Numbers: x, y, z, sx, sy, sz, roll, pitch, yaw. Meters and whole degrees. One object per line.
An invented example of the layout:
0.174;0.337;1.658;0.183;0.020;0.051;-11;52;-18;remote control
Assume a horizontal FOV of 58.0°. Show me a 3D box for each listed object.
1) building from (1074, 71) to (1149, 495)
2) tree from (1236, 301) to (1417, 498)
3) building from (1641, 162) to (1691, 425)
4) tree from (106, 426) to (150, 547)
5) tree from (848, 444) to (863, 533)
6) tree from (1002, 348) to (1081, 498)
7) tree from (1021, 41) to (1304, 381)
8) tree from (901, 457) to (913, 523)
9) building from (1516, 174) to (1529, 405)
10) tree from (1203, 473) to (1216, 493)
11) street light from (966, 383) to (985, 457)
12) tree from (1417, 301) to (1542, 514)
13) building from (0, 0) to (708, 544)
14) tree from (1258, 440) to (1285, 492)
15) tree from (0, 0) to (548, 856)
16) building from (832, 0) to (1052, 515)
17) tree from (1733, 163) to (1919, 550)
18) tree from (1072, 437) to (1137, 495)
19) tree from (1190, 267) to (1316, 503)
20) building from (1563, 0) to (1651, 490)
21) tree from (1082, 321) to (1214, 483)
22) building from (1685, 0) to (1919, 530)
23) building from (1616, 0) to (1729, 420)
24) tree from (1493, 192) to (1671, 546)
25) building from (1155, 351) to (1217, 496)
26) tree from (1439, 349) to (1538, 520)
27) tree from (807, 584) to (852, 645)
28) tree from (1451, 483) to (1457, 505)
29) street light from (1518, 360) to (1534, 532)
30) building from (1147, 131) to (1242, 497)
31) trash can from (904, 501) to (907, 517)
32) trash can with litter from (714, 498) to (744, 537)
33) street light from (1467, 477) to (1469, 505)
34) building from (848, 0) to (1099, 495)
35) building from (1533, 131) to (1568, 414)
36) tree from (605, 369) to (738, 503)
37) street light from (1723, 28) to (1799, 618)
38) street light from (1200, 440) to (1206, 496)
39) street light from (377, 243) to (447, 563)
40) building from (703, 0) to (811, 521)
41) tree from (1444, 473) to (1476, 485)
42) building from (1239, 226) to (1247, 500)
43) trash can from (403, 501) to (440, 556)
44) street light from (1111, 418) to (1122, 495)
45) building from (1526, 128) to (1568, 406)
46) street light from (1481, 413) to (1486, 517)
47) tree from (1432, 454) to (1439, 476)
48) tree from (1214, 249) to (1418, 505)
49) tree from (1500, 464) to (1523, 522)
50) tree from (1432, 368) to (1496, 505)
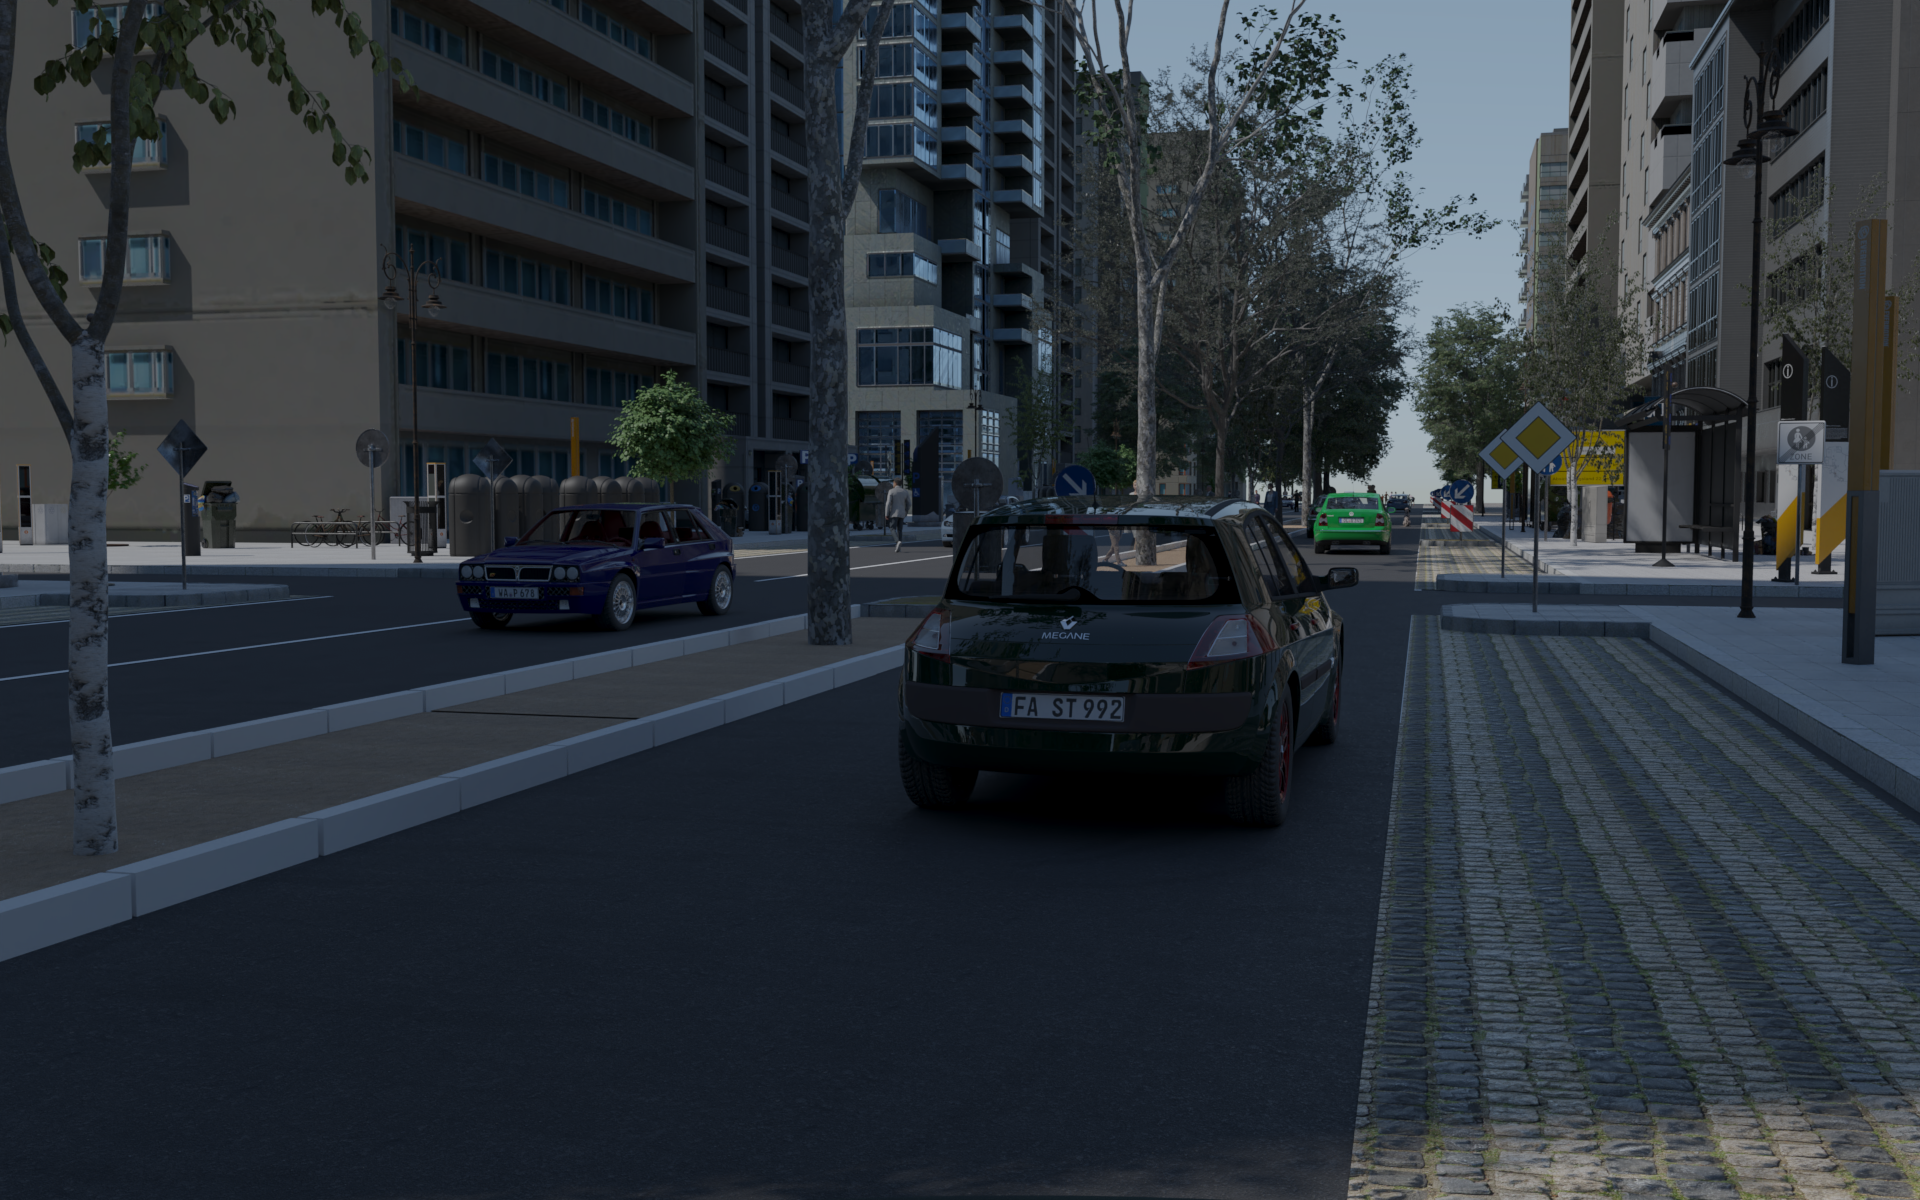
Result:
9.807;-29.410;164.440;14.154;41.232;14.086;1;4;15;building
20.371;-10.799;96.021;9.611;12.733;9.660;0;3;0;tree
40.428;-13.535;85.918;10.561;19.102;19.286;1;4;15;building
-20.982;-2.917;42.292;1.663;3.219;1.824;0;3;0;tree
-3.977;-3.788;56.534;1.663;3.219;1.824;0;3;0;tree
3.965;-8.402;87.738;4.737;8.622;4.395;0;3;0;tree
6.983;-8.161;46.255;12.009;13.543;11.850;0;3;0;tree
-1.769;-4.995;76.265;1.663;3.219;1.824;0;3;0;tree
86.712;-37.460;232.080;23.786;49.044;30.456;1;4;15;building
22.853;-9.928;156.917;1.663;3.219;1.824;0;3;0;tree
0.654;-6.077;72.139;0.468;5.910;1.993;1;4;15;street light
34.240;-12.650;113.487;9.857;13.997;8.962;0;3;0;tree
-22.426;-26.436;55.937;21.300;48.544;21.600;1;4;15;building
37.946;-16.036;212.550;4.737;8.622;4.395;0;3;0;tree
-3.415;-3.305;6.864;4.737;8.622;4.395;0;3;0;tree
-5.623;-49.514;122.225;22.319;86.520;31.000;1;4;15;building
19.863;-5.448;39.439;4.360;8.622;3.978;0;3;0;tree
8.145;-7.140;100.450;4.285;4.588;4.351;0;3;0;tree
9.223;-6.211;54.366;4.360;8.622;3.978;0;3;0;tree
59.106;-31.231;134.320;21.300;48.544;21.600;1;4;15;building
13.061;-13.065;120.266;9.857;13.997;8.962;0;3;0;tree
35.471;-14.833;61.580;14.314;24.678;30.058;1;4;15;building
57.189;-31.771;108.695;28.713;52.752;27.495;1;4;15;building
15.027;-5.611;42.096;4.360;8.622;3.978;0;3;0;tree
15.998;-22.476;212.528;27.650;21.520;28.899;1;4;15;building
27.197;-8.349;86.875;4.737;8.622;4.395;0;3;0;tree
-0.288;-9.565;14.742;12.611;20.169;13.585;0;3;0;tree
59.563;-13.127;209.228;1.663;3.219;1.824;0;3;0;tree
18.944;-5.218;58.100;0.468;5.910;1.993;1;4;15;street light
26.330;-37.431;235.697;21.300;48.544;21.600;1;4;15;building
-3.211;-5.113;95.244;0.748;1.137;0.748;0;3;0;trash can
-6.868;-2.467;51.724;0.624;1.170;1.055;1;4;14;trash can with litter
38.670;-9.716;131.639;0.468;5.910;1.993;1;4;15;street light
1.123;-43.382;147.554;20.563;71.187;20.611;1;4;15;building
72.600;-31.400;196.990;14.154;41.232;14.086;1;4;15;building
-7.572;-3.749;45.016;4.285;4.588;4.351;0;3;0;tree
8.166;-2.753;17.806;0.468;5.910;1.993;1;4;15;street light
20.413;-10.568;145.568;0.468;5.910;1.993;1;4;15;street light
-10.120;-3.631;32.159;0.468;5.910;1.993;1;4;15;street light
-16.207;-39.474;83.659;20.563;71.187;20.611;1;4;15;building
47.559;-11.072;164.733;4.285;4.588;4.351;0;3;0;tree
34.197;-34.797;252.522;14.154;41.232;14.086;1;4;15;building
-11.146;-1.482;35.879;0.748;1.137;0.748;0;3;0;trash can
9.527;-8.122;105.578;0.468;5.910;1.993;1;4;15;street light
76.707;-34.319;211.234;14.600;45.320;14.200;1;4;15;building
29.672;-7.666;98.132;0.468;5.910;1.993;1;4;15;street light
42.479;-11.812;143.493;4.737;8.622;4.395;0;3;0;tree
17.820;-10.802;85.721;9.857;13.997;8.962;0;3;0;tree
25.740;-5.254;80.509;1.663;3.219;1.824;0;3;0;tree
45.886;-14.452;154.422;7.486;12.596;7.792;0;3;0;tree
